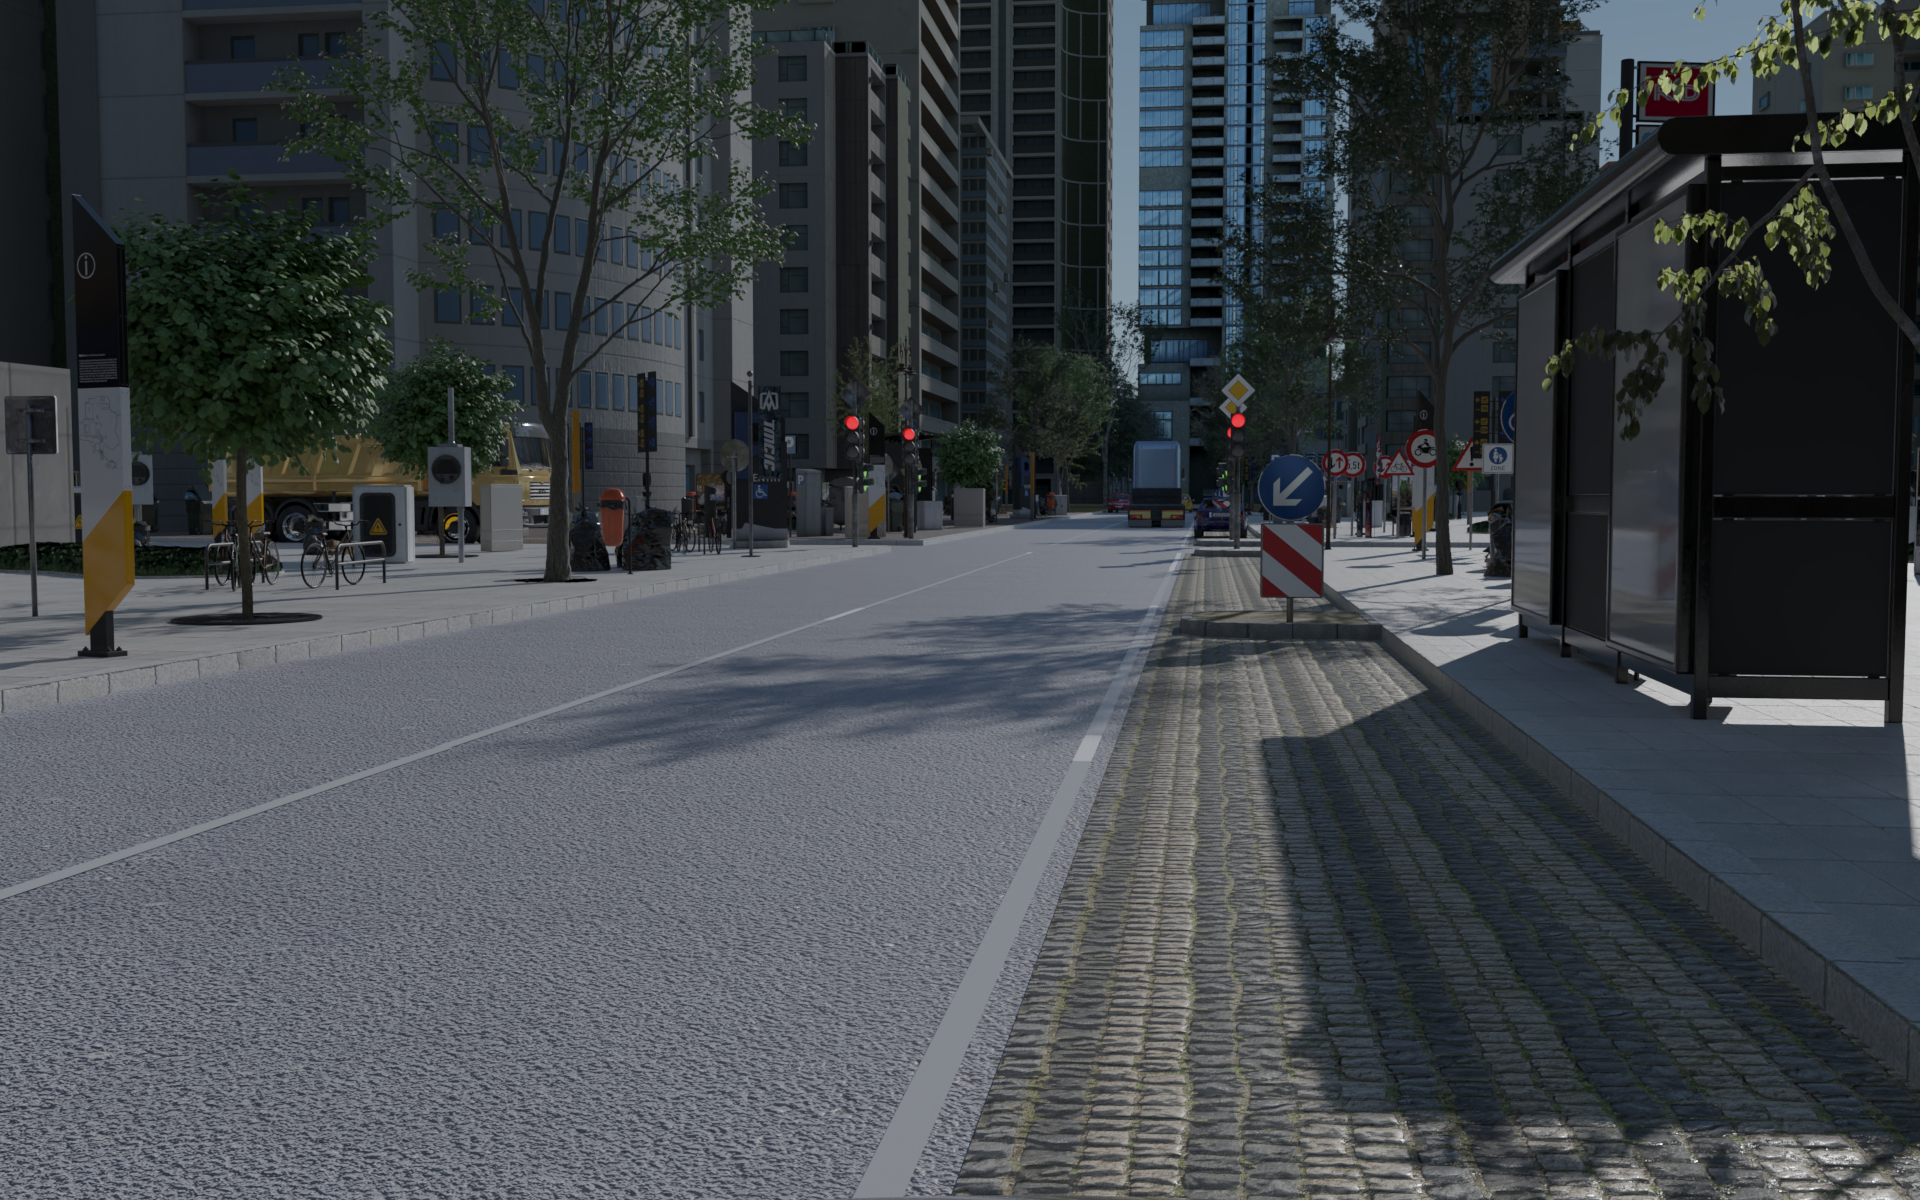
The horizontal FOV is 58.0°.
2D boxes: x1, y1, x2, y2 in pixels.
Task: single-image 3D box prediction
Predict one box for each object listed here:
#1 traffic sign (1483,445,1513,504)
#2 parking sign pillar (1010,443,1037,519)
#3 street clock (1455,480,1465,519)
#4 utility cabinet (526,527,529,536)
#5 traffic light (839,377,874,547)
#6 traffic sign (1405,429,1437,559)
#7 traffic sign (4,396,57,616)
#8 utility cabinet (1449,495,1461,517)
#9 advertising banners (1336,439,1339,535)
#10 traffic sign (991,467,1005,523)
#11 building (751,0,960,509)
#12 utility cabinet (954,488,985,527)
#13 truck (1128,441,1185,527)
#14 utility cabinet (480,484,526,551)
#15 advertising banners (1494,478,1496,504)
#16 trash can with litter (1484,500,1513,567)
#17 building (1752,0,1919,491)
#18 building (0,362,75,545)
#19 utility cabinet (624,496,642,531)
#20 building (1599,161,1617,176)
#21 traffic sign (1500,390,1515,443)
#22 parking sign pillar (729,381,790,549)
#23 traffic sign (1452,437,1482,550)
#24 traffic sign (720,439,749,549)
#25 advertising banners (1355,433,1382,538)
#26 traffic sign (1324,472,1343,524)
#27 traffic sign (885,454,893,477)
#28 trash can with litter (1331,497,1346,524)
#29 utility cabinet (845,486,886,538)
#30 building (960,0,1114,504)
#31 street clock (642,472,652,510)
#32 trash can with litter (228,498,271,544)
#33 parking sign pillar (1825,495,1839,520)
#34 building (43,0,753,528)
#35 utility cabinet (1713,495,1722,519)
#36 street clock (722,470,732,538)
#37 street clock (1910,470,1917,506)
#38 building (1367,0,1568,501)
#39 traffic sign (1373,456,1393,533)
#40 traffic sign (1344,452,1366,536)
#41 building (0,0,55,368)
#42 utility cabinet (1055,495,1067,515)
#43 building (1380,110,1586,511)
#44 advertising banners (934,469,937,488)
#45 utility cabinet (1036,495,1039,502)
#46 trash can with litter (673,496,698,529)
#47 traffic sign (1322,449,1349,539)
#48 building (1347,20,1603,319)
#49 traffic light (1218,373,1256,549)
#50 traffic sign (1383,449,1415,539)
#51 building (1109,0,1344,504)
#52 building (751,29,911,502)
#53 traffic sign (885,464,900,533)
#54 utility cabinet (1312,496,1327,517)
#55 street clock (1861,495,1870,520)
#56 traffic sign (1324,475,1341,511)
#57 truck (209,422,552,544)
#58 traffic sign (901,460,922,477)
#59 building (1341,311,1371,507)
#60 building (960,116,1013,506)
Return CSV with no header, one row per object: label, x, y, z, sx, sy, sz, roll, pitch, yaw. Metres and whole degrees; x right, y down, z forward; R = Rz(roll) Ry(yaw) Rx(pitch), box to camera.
traffic sign,10.886,-2.018,35.119,0.606,2.300,0.079,1,4,9
parking sign pillar,3.341,-6.297,91.429,1.447,3.967,1.447,3,4,36
street clock,25.567,-5.142,88.636,0.471,2.002,0.358,1,4,10
utility cabinet,-13.525,-2.644,51.906,1.173,1.500,0.318,1,4,18
traffic light,-2.513,-3.227,41.688,0.839,4.253,0.868,0,4,8
traffic sign,9.144,-2.077,34.066,0.768,2.556,0.104,1,4,16
traffic sign,-9.693,-0.976,18.086,0.606,2.300,0.079,1,4,11
utility cabinet,27.852,-5.279,97.479,0.306,1.237,1.020,0,4,-8
advertising banners,11.881,-3.578,54.692,0.090,3.025,2.074,1,4,10
traffic sign,1.596,-4.648,76.107,0.768,2.556,0.104,1,4,14
building,-12.016,-31.411,137.264,21.300,48.544,21.600,0,4,8
utility cabinet,0.369,-3.554,66.787,1.173,1.500,0.318,1,4,16
truck,9.378,-5.678,82.601,2.967,4.110,18.799,0,4,6
utility cabinet,-10.240,-1.834,38.657,0.318,1.500,1.173,1,4,21
advertising banners,24.253,-5.042,78.627,0.090,3.025,2.074,1,4,12
trash can with litter,9.386,-1.153,30.234,0.624,1.170,1.055,0,4,1
building,90.244,-33.223,166.895,21.600,48.544,21.300,0,4,8
building,-29.082,-35.787,23.366,20.611,71.187,20.563,0,4,8
utility cabinet,-11.667,-3.040,60.869,1.020,1.237,0.306,2,4,30
building,93.255,-34.495,218.620,28.867,44.769,22.147,0,4,8
traffic sign,6.566,-1.205,19.807,0.768,2.556,0.104,1,4,17
parking sign pillar,-4.790,-3.231,41.303,1.447,3.967,1.447,-1,4,-14
traffic sign,11.649,-2.413,39.456,0.884,2.594,0.081,1,4,17
traffic sign,-5.236,-2.451,40.184,0.768,2.556,0.104,1,4,17
advertising banners,12.028,-3.350,50.954,0.090,3.025,2.074,0,4,-6
traffic sign,15.836,-4.486,73.458,0.768,2.556,0.104,1,4,16
traffic sign,-2.450,-3.252,53.270,0.768,2.556,0.104,1,4,14
trash can with litter,16.387,-3.934,75.710,0.624,1.170,1.055,2,4,33
utility cabinet,-2.749,-2.555,50.453,1.173,1.500,0.318,-2,4,-24
building,9.286,-48.326,228.380,20.611,71.187,20.563,0,4,8
street clock,-10.336,-3.218,57.188,0.358,2.002,0.471,0,4,-3
trash can with litter,-18.320,-2.035,44.665,1.055,1.170,0.624,0,4,1
parking sign pillar,32.568,-4.717,65.601,1.447,3.967,1.447,3,5,44
building,-23.101,-32.679,76.308,21.231,58.520,28.212,0,4,8
utility cabinet,38.668,-4.729,88.473,1.020,1.237,0.306,3,4,36
street clock,-6.693,-2.813,50.558,0.471,2.002,0.358,-3,5,-41
street clock,29.135,-2.949,52.794,0.358,2.002,0.471,0,4,4
building,42.830,-30.465,148.219,14.600,45.320,14.200,0,4,8
traffic sign,14.127,-3.516,57.594,0.768,2.556,0.104,1,4,12
traffic sign,11.870,-3.197,52.385,0.768,2.556,0.104,1,4,15
building,-44.153,-18.318,71.205,14.107,30.474,14.160,0,4,8
utility cabinet,5.976,-5.739,104.997,1.020,1.237,0.306,0,4,-3
building,39.860,-22.204,134.741,14.160,30.474,14.107,0,4,8
advertising banners,-1.998,-7.587,120.236,0.090,3.025,2.074,-2,4,-25
utility cabinet,4.663,-6.200,112.535,0.306,1.237,1.020,3,5,42
trash can with litter,-10.533,-3.269,64.512,2.233,1.210,1.678,-3,5,-41
traffic sign,10.697,-3.014,49.390,0.768,2.556,0.104,1,4,15
building,64.415,-41.531,221.031,28.212,58.520,21.231,0,4,8
traffic light,6.460,-3.150,40.429,0.839,4.253,0.868,0,4,8
traffic sign,12.525,-3.026,49.473,0.884,2.594,0.081,1,4,16
building,35.196,-55.799,224.982,31.000,86.520,22.319,0,4,8
building,-11.279,-20.821,112.118,14.160,30.474,14.107,0,4,8
traffic sign,-2.352,-3.413,56.984,0.795,2.450,0.064,1,4,9
utility cabinet,16.785,-4.255,80.733,0.306,1.237,1.020,3,5,42
street clock,29.197,-3.137,55.864,0.358,2.002,0.471,0,4,0
traffic sign,15.876,-4.542,74.266,0.884,2.594,0.081,1,4,10
truck,-15.141,-3.114,46.835,9.791,3.379,3.469,1,4,8
traffic sign,-1.695,-3.664,60.010,0.768,2.556,0.104,1,4,17
building,52.532,-19.832,169.292,27.650,21.520,28.899,0,4,8
building,-7.501,-29.602,175.876,23.993,40.220,32.217,0,4,8
